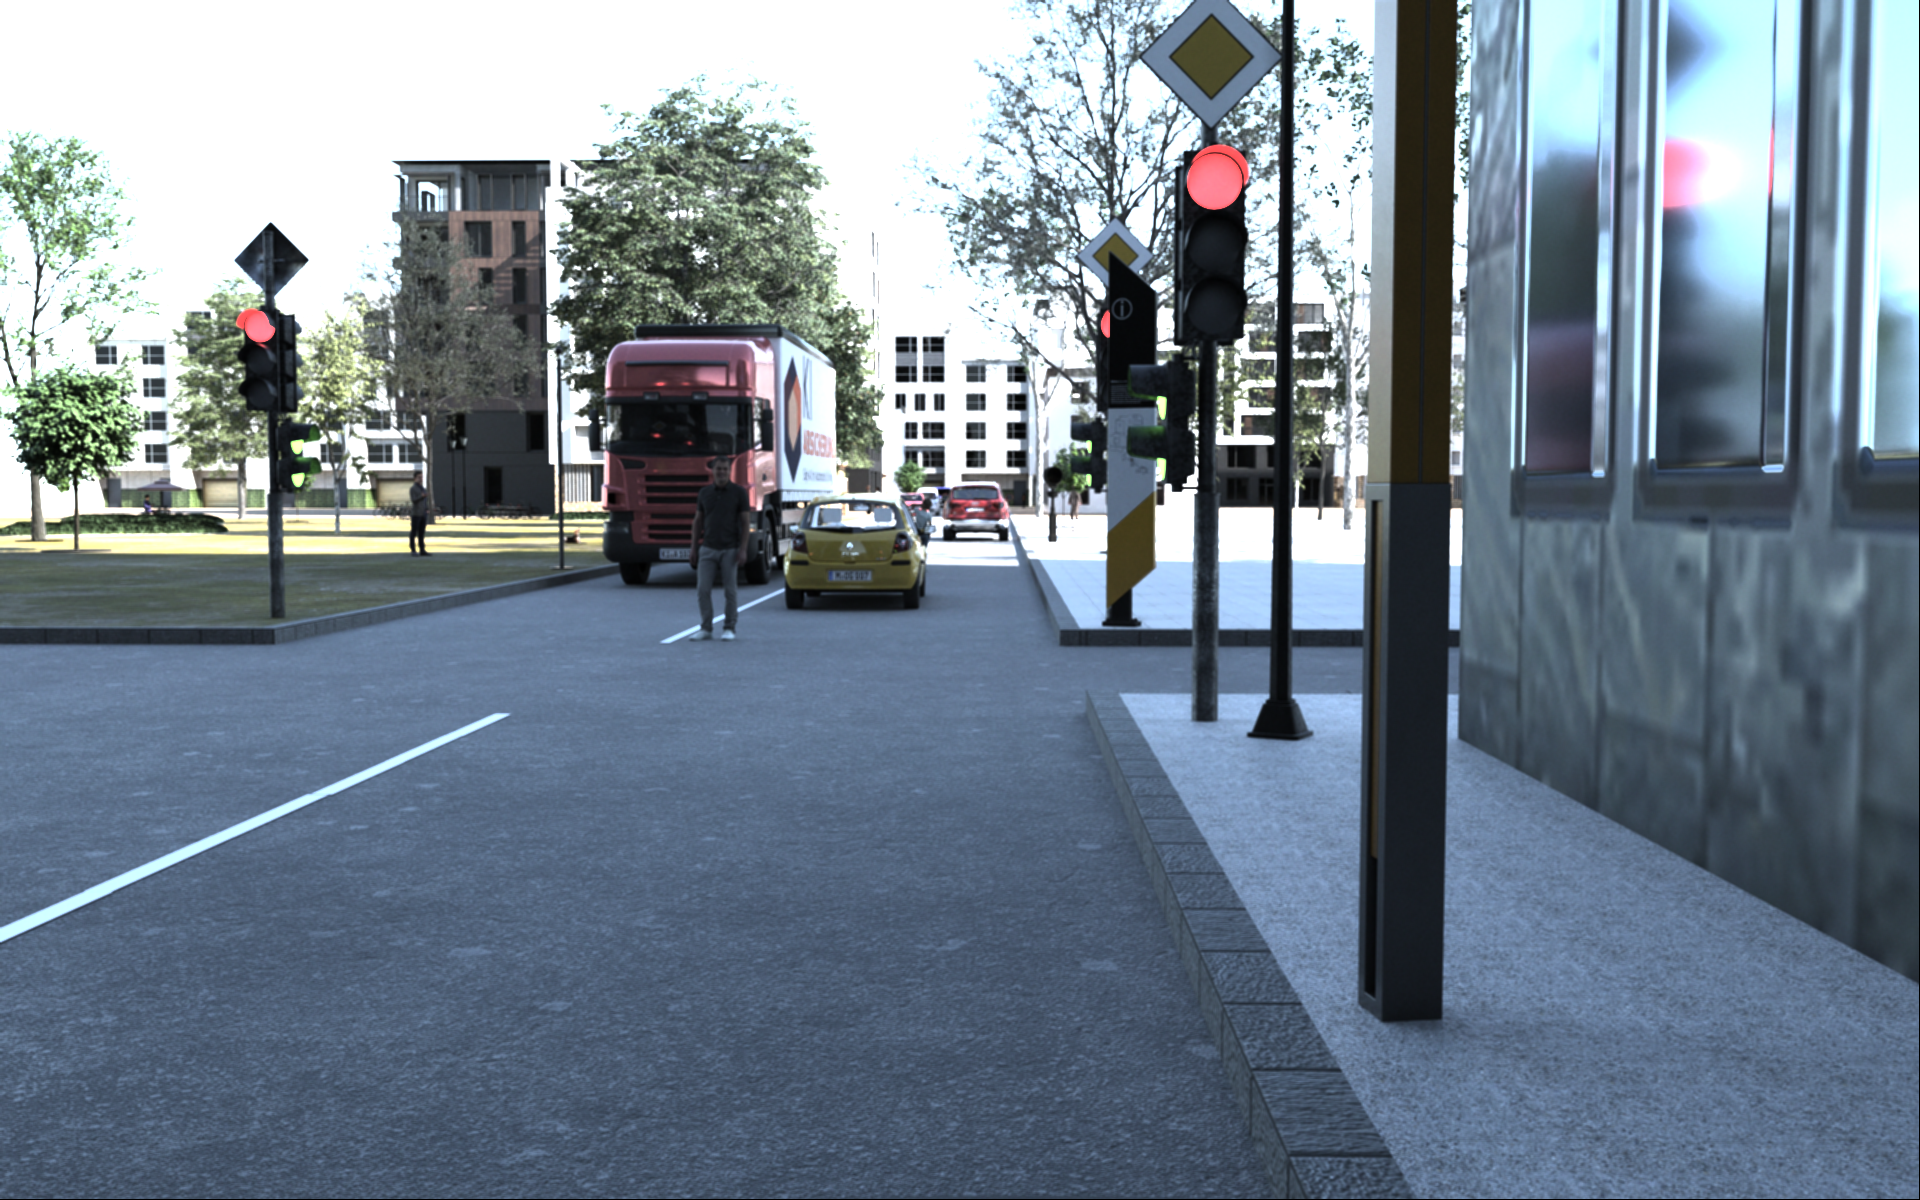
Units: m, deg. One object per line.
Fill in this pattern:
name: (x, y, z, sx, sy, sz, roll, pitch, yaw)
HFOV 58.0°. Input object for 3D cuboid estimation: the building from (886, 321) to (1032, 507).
building: (-8.134, -19.551, 186.109, 31.486, 18.905, 16.747, 0, 4, 1)

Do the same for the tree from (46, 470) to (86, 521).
tree: (-33.180, -4.265, 64.332, 1.663, 3.219, 1.824, 0, 3, 0)

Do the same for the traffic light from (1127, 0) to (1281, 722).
traffic light: (1.371, -1.272, 9.722, 0.839, 4.253, 0.868, 0, 4, 1)

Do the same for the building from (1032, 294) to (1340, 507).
building: (24.455, -21.244, 191.311, 32.646, 21.610, 27.936, 0, 4, 1)

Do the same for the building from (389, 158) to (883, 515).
building: (-20.465, -17.015, 122.176, 27.936, 21.610, 32.646, 0, 4, 1)

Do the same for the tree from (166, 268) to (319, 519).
tree: (-35.998, -10.363, 87.562, 7.486, 12.596, 7.792, 0, 3, 0)

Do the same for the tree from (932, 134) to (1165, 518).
tree: (5.261, -14.393, 91.210, 12.611, 20.169, 13.585, 0, 3, 0)

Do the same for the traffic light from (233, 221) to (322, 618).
traffic light: (-7.081, -1.772, 17.892, 0.839, 4.253, 0.868, 0, 4, 1)

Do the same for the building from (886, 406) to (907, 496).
building: (-19.371, -13.676, 165.749, 28.070, 9.664, 9.099, 0, 4, 1)

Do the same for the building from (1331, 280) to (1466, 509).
building: (41.491, -18.536, 159.485, 11.380, 20.091, 16.016, 0, 4, 1)

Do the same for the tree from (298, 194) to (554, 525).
tree: (-22.216, -9.875, 71.822, 12.009, 13.543, 11.850, 0, 3, 0)

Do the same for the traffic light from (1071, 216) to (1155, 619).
traffic light: (1.558, -1.760, 17.705, 0.839, 4.253, 0.868, 0, 4, 1)

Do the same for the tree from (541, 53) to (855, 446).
tree: (-8.026, -8.842, 51.216, 9.857, 13.997, 8.962, 0, 3, 0)

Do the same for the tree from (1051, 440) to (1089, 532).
tree: (3.928, -3.918, 58.668, 1.663, 3.219, 1.824, 0, 3, 0)

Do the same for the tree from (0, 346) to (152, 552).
tree: (-19.851, -3.358, 38.617, 4.285, 4.588, 4.351, 0, 3, 0)

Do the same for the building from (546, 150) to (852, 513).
building: (-14.450, -14.904, 100.103, 16.016, 20.091, 11.380, 0, 4, 1)

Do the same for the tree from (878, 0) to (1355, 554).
tree: (3.455, -7.739, 36.905, 12.009, 13.543, 11.850, 0, 3, 0)

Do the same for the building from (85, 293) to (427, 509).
building: (-61.347, -18.035, 161.329, 31.486, 18.905, 16.747, 0, 4, 1)

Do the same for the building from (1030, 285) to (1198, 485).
building: (14.593, -18.707, 162.276, 16.016, 20.091, 11.380, 0, 4, 1)

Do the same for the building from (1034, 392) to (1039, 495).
building: (10.961, -12.284, 142.987, 9.099, 9.664, 28.070, 0, 4, 1)

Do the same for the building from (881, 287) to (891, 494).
building: (-13.817, -17.599, 144.163, 16.016, 20.091, 11.380, 0, 4, 1)

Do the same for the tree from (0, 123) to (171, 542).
tree: (-24.941, -7.376, 46.346, 9.928, 11.665, 9.643, 0, 3, 0)

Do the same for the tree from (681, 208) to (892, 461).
tree: (-7.348, -9.216, 67.696, 9.611, 12.733, 9.660, 0, 3, 0)

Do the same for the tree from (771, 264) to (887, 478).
tree: (-7.318, -10.020, 81.955, 7.486, 12.596, 7.792, 0, 3, 0)

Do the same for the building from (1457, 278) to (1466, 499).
building: (63.459, -18.916, 153.246, 32.646, 21.610, 27.936, 0, 4, 1)

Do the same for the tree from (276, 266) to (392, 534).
tree: (-20.076, -6.420, 55.337, 4.737, 8.622, 4.395, 0, 3, 0)

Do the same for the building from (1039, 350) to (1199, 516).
building: (10.312, -10.560, 114.804, 9.099, 9.664, 28.070, 0, 4, 1)

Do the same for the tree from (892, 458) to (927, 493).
tree: (-4.427, -10.537, 155.991, 4.285, 4.588, 4.351, 0, 3, 0)

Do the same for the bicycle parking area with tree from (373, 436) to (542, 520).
bicycle parking area with tree: (-25.771, -6.205, 88.452, 9.016, 4.147, 8.231, -1, 4, -9)

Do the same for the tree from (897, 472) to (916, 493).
tree: (-4.487, -9.551, 150.752, 1.663, 3.219, 1.824, 0, 3, 0)
